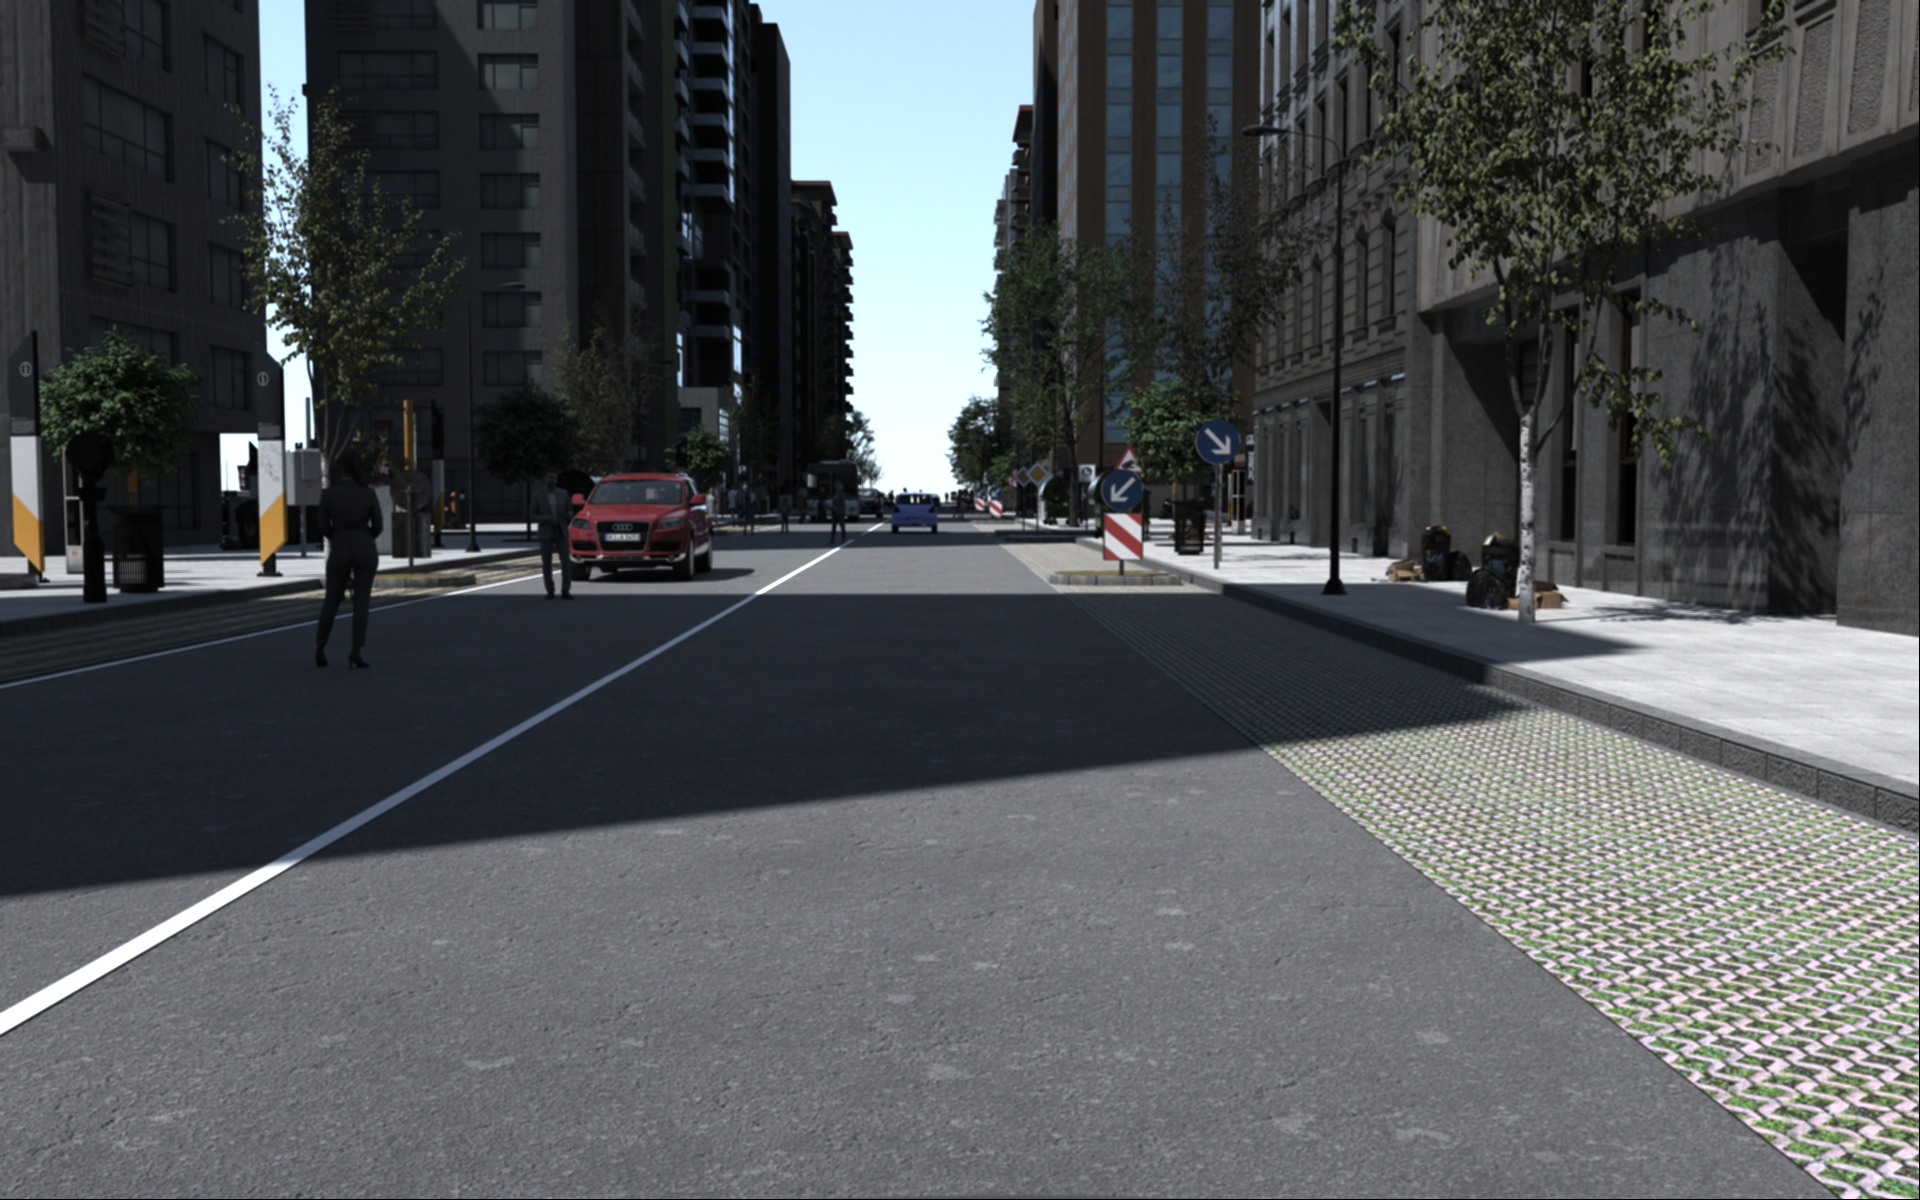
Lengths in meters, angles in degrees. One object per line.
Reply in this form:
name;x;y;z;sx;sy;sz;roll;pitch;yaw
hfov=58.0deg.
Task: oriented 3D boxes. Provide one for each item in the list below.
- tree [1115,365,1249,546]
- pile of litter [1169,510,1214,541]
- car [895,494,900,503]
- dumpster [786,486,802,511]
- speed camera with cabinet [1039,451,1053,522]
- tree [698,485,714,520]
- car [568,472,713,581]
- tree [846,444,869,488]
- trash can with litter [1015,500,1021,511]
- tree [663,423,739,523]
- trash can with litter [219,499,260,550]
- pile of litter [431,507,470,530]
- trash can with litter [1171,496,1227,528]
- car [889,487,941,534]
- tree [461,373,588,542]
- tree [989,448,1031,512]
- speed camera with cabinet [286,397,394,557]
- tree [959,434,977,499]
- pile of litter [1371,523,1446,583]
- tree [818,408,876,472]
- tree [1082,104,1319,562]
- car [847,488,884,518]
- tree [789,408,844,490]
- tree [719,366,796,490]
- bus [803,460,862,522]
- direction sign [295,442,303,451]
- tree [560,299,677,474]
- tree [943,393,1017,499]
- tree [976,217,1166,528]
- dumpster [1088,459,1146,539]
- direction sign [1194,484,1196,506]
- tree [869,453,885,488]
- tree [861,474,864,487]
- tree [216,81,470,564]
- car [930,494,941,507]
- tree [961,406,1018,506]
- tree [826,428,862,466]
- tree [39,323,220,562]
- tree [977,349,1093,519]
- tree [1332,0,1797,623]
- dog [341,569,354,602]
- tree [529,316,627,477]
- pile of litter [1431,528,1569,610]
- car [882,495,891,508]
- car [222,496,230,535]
tree;5.479;-3.622;42.929;4.285;4.588;4.351;0;3;0
pile of litter;6.467;-2.105;48.389;1.176;0.858;1.719;0;4;-6
car;-9.296;-15.915;272.205;2.014;1.417;4.499;0;4;0
dumpster;-12.344;-7.533;128.914;1.264;1.857;1.865;0;4;-1
speed camera with cabinet;4.007;-5.244;80.071;0.660;3.252;2.038;0;4;4
tree;-12.764;-5.560;85.515;1.663;3.219;1.824;0;3;0
car;-5.517;-1.322;30.292;2.281;1.827;5.304;0;4;-3
tree;-14.710;-17.310;233.375;4.360;8.622;3.978;0;3;0
trash can with litter;4.615;-7.373;131.930;0.624;1.170;1.055;-3;4;-37
tree;-11.604;-5.785;78.293;4.285;4.588;4.351;0;3;0
trash can with litter;-16.481;-1.740;39.831;0.624;1.170;1.055;1;4;19
pile of litter;-18.325;-2.949;62.175;1.719;0.858;1.176;3;4;38
trash can with litter;8.973;-3.357;65.939;1.678;1.210;2.233;-2;4;-34
car;-1.678;-3.339;64.184;1.945;1.707;3.694;0;4;-1
tree;-11.844;-3.877;47.103;4.285;4.588;4.351;0;3;0
tree;3.681;-8.535;123.256;4.285;4.588;4.351;0;3;0
speed camera with cabinet;-12.865;-2.545;35.941;2.038;3.252;0.660;-3;4;-38
tree;2.118;-15.758;208.012;4.737;8.622;4.395;0;3;0
pile of litter;6.845;-0.713;25.617;1.719;0.858;1.176;-1;4;-10
tree;-13.580;-17.273;208.169;9.928;11.665;9.643;0;3;0
tree;4.743;-5.046;32.860;4.360;8.622;3.978;0;3;0
car;-5.676;-5.826;103.932;2.281;1.827;5.304;0;4;0
tree;-12.866;-12.209;149.982;4.360;8.622;3.978;0;3;0
tree;-11.819;-9.134;99.706;4.737;8.622;4.395;0;3;0
bus;-6.628;-5.958;92.266;2.948;3.499;13.247;0;4;-3
direction sign;-28.998;-5.142;76.065;0.379;3.537;0.876;-3;5;-41
tree;-12.646;-6.982;64.513;4.360;8.622;3.978;0;3;0
tree;2.768;-19.094;218.839;9.857;13.997;8.962;0;3;0
tree;4.207;-8.577;65.986;9.928;11.665;9.643;0;3;0
dumpster;4.453;-2.847;49.043;1.502;2.255;1.985;0;4;-1
direction sign;8.500;-4.317;62.586;0.379;3.537;0.876;-1;4;-13
tree;-14.520;-18.949;260.174;4.360;8.622;3.978;0;3;0
tree;-14.089;-14.692;223.928;4.285;4.588;4.351;0;3;0
tree;-11.401;-4.961;31.471;4.737;8.622;4.395;0;3;0
car;-3.038;-10.877;186.632;1.959;1.807;4.718;0;4;-1
tree;2.938;-11.834;143.845;4.360;8.622;3.978;0;3;0
tree;-13.114;-14.879;193.638;4.737;8.622;4.395;0;3;0
tree;-16.121;-3.040;33.417;4.285;4.588;4.351;0;3;0
tree;4.204;-8.359;87.031;4.737;8.622;4.395;0;3;0
tree;5.634;-4.065;16.826;4.737;8.622;4.395;0;3;0
dog;-8.165;-0.232;23.075;0.540;0.507;0.406;2;4;25
tree;-15.603;-7.387;71.141;4.737;8.622;4.395;0;3;0
pile of litter;6.430;-0.356;19.787;1.719;0.858;1.176;-3;5;-39
car;-8.220;-10.401;182.643;1.945;1.354;3.894;0;4;-3
car;-23.653;-2.756;54.848;4.222;1.686;2.009;0;4;-3
